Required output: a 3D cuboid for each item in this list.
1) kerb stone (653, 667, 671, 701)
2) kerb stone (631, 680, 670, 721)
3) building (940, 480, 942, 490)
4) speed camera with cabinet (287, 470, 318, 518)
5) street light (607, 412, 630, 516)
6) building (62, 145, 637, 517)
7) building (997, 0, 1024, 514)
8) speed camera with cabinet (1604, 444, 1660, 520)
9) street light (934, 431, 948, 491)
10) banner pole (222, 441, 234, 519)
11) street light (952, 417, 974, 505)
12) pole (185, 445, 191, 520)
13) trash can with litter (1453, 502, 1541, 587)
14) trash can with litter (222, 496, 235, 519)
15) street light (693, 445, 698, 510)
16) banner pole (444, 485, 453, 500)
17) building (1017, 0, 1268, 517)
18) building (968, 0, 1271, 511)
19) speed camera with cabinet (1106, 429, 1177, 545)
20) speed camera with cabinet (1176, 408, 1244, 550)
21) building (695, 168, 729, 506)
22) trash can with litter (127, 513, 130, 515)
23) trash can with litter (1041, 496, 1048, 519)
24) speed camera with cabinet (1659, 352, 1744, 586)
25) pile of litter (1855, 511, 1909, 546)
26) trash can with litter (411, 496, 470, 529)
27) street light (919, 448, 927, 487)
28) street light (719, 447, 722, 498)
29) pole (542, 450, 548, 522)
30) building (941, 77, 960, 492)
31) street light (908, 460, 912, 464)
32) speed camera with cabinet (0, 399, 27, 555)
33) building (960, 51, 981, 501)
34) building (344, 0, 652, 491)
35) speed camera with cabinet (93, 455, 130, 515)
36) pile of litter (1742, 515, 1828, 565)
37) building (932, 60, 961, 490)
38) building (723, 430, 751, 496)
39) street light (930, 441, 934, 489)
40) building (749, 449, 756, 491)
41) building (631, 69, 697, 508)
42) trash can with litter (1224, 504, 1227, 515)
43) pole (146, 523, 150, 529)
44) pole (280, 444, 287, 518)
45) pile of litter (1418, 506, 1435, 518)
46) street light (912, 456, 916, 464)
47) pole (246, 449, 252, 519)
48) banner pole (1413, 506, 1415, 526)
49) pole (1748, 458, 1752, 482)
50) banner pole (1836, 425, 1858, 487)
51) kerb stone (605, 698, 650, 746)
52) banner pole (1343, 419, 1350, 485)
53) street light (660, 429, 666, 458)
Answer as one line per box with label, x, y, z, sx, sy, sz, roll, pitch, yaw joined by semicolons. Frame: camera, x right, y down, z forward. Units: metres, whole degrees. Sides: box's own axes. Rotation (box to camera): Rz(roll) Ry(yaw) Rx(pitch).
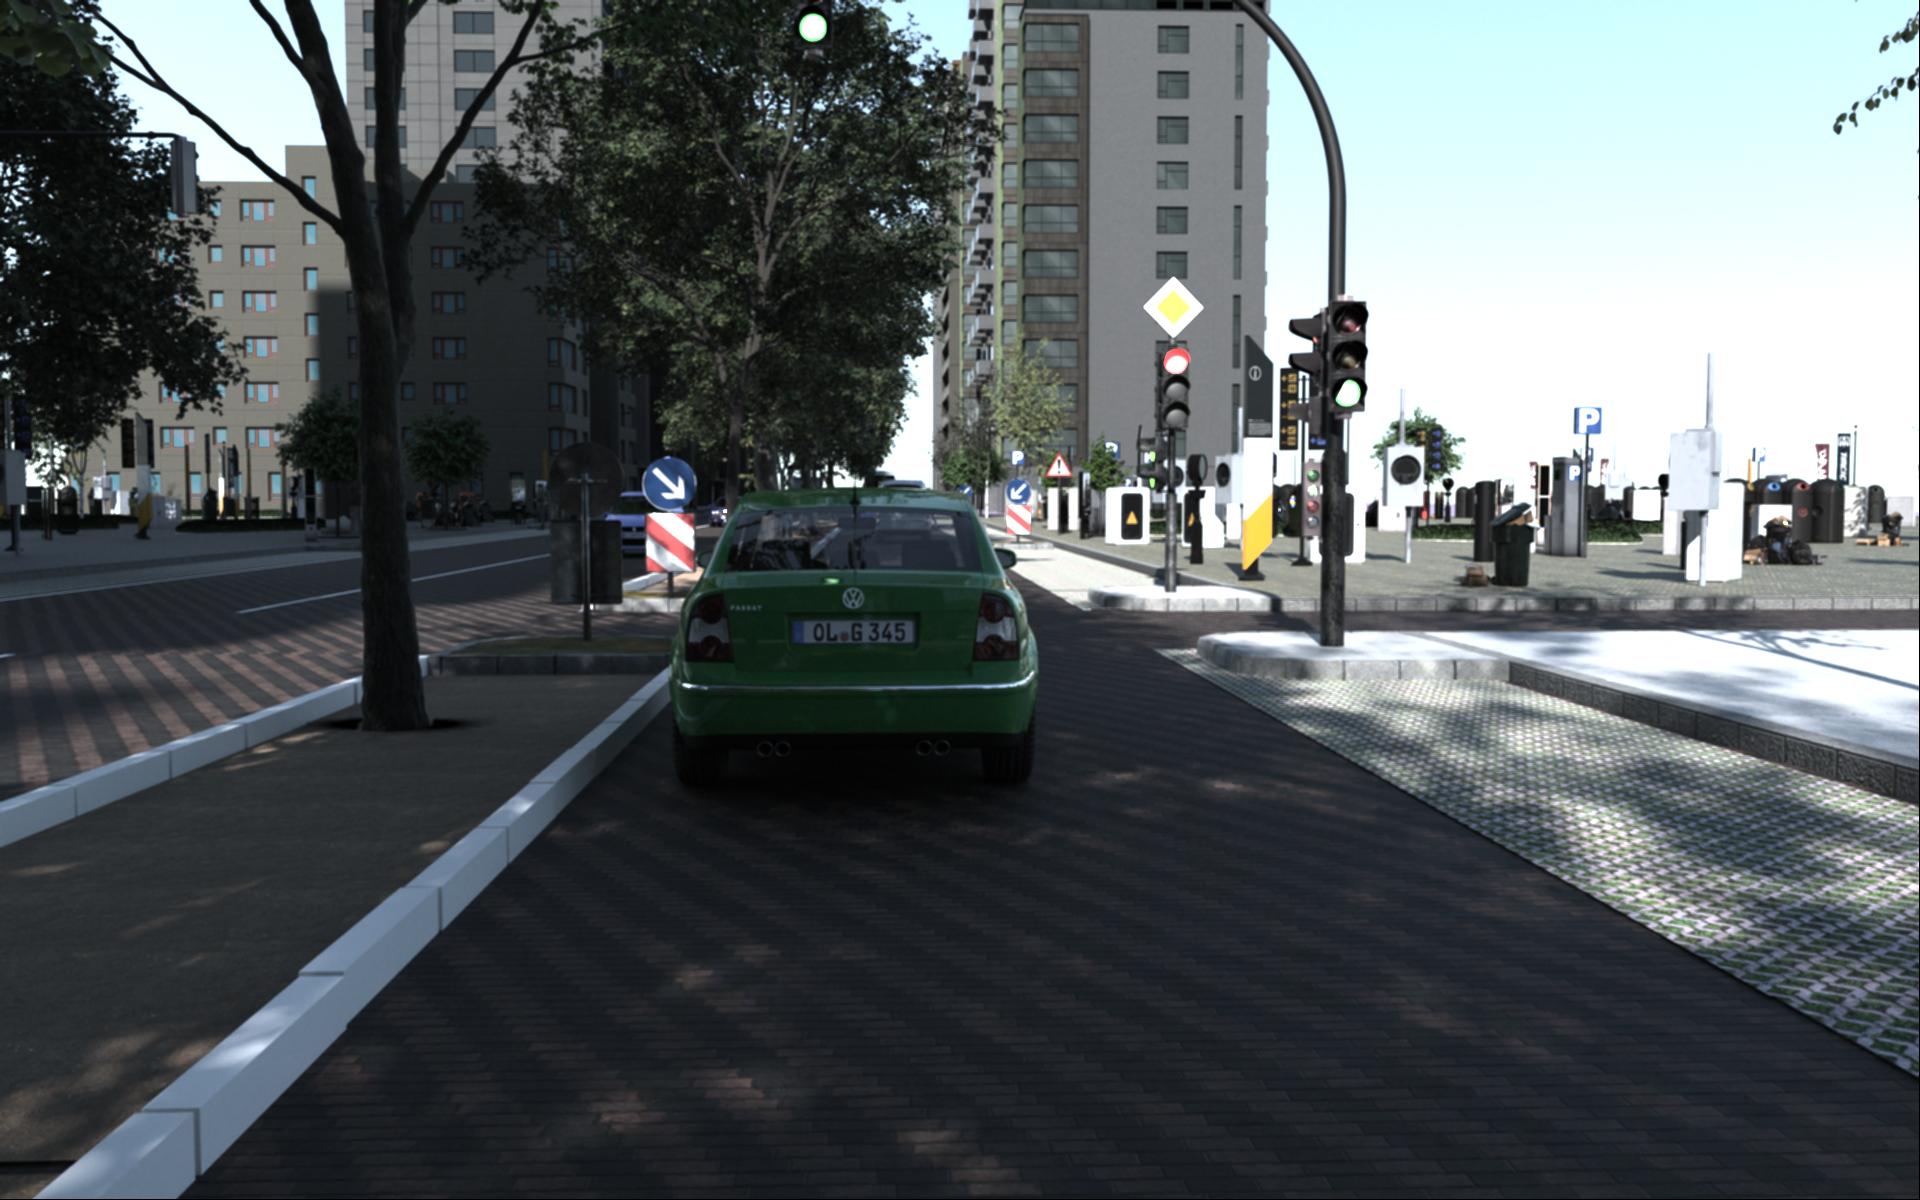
kerb stone;-2.084;0.604;12.343;0.120;0.150;1.000;0;4;-3
kerb stone;-2.034;0.666;11.314;0.120;0.150;1.000;0;4;-3
building;13.773;-32.153;217.588;32.217;40.220;23.993;0;4;-3
speed camera with cabinet;-33.980;-5.817;89.449;0.660;3.252;2.038;1;4;9
street light;-19.324;-7.673;97.988;1.470;5.913;1.316;0;4;-3
building;-36.644;-16.235;110.479;27.650;21.520;28.899;0;4;-3
building;9.447;-26.643;119.202;14.154;41.232;14.086;0;4;-3
speed camera with cabinet;26.603;-4.537;68.523;2.038;3.252;0.660;1;4;16
street light;-0.949;-9.498;127.831;1.470;5.913;1.316;0;4;-3
banner pole;-34.748;-5.645;82.320;0.401;3.779;0.863;2;4;28
street light;0.272;-8.105;105.053;1.470;5.913;1.316;0;4;-3
pole;-31.991;-4.765;71.749;0.158;3.312;0.155;0;3;0
trash can with litter;7.467;-0.777;24.088;1.055;1.170;0.624;0;4;-5
trash can with litter;-31.132;-3.791;73.040;2.233;1.210;1.678;0;4;8
street light;-21.438;-10.465;143.644;1.470;5.913;1.316;0;4;-3
banner pole;-24.092;-5.607;81.684;0.401;3.779;0.863;1;4;14
building;10.294;-20.394;105.141;14.160;30.474;14.107;0;4;-3
building;12.124;-31.946;141.924;23.786;49.044;30.456;0;4;-3
speed camera with cabinet;4.721;-3.036;43.968;2.038;3.252;0.660;-2;4;-25
speed camera with cabinet;5.950;-2.811;40.294;0.660;3.252;2.038;-2;4;-26
building;-37.346;-33.104;195.867;22.147;44.769;28.867;0;4;-3
trash can with litter;-41.209;-4.600;86.591;0.624;1.170;1.055;3;5;44
trash can with litter;4.600;-4.830;90.364;0.624;1.170;1.055;1;4;18
speed camera with cabinet;10.744;-1.870;24.916;0.660;3.252;2.038;3;4;37
pile of litter;23.059;-1.795;43.312;1.176;0.858;1.719;1;4;20
trash can with litter;-19.605;-3.314;65.244;2.233;1.210;1.678;-1;4;-23
street light;-3.149;-12.329;174.120;1.470;5.913;1.316;0;4;-3
street light;-22.592;-11.885;166.853;1.470;5.913;1.316;0;4;-3
pole;-19.346;-5.316;80.755;0.158;3.312;0.155;0;3;0
building;8.971;-34.892;194.183;21.300;48.544;21.600;0;4;-3
street light;-5.865;-15.977;233.765;1.470;5.913;1.316;0;4;-3
speed camera with cabinet;-20.595;-2.565;36.271;2.038;3.252;0.660;1;4;16
building;6.919;-29.393;164.168;14.154;41.232;14.086;0;4;-3
building;-34.198;-42.562;134.139;20.563;71.187;20.611;0;4;-3
speed camera with cabinet;-43.570;-5.798;89.137;0.660;3.252;2.038;1;4;20
pile of litter;14.902;-1.086;31.721;1.719;0.858;1.176;2;4;31
building;6.604;-42.861;242.770;21.231;58.520;28.212;0;4;-3
building;-42.200;-23.295;225.910;27.650;21.520;28.899;0;4;-3
street light;-1.932;-10.911;150.943;1.470;5.913;1.316;0;4;-3
building;-35.687;-29.136;248.073;14.160;30.474;14.107;0;4;-3
building;-31.241;-28.740;153.495;14.154;41.232;14.086;0;4;-3
trash can with litter;9.113;-2.735;56.108;1.055;1.170;0.624;0;4;1
pole;-30.085;-4.288;63.959;0.158;3.312;0.155;0;3;0
pole;-27.621;-4.702;70.725;0.158;3.312;0.155;0;3;0
pile of litter;25.294;-4.903;94.134;1.176;0.858;1.719;1;4;14
street light;-4.783;-14.595;211.172;1.470;5.913;1.316;0;4;-3
pole;-32.087;-5.155;78.125;0.158;3.312;0.155;0;3;0
banner pole;17.879;-4.824;68.883;0.401;3.779;0.863;-3;5;-39
pole;44.741;-6.381;98.166;0.158;3.312;0.155;0;3;0
banner pole;32.107;-4.442;62.645;0.863;3.779;0.401;0;4;5
kerb stone;-1.979;0.731;10.277;0.120;0.150;1.000;0;4;-3
banner pole;10.353;-3.482;46.955;0.863;3.779;0.401;-2;4;-35
street light;-20.374;-9.083;121.050;1.470;5.913;1.316;0;4;-3
